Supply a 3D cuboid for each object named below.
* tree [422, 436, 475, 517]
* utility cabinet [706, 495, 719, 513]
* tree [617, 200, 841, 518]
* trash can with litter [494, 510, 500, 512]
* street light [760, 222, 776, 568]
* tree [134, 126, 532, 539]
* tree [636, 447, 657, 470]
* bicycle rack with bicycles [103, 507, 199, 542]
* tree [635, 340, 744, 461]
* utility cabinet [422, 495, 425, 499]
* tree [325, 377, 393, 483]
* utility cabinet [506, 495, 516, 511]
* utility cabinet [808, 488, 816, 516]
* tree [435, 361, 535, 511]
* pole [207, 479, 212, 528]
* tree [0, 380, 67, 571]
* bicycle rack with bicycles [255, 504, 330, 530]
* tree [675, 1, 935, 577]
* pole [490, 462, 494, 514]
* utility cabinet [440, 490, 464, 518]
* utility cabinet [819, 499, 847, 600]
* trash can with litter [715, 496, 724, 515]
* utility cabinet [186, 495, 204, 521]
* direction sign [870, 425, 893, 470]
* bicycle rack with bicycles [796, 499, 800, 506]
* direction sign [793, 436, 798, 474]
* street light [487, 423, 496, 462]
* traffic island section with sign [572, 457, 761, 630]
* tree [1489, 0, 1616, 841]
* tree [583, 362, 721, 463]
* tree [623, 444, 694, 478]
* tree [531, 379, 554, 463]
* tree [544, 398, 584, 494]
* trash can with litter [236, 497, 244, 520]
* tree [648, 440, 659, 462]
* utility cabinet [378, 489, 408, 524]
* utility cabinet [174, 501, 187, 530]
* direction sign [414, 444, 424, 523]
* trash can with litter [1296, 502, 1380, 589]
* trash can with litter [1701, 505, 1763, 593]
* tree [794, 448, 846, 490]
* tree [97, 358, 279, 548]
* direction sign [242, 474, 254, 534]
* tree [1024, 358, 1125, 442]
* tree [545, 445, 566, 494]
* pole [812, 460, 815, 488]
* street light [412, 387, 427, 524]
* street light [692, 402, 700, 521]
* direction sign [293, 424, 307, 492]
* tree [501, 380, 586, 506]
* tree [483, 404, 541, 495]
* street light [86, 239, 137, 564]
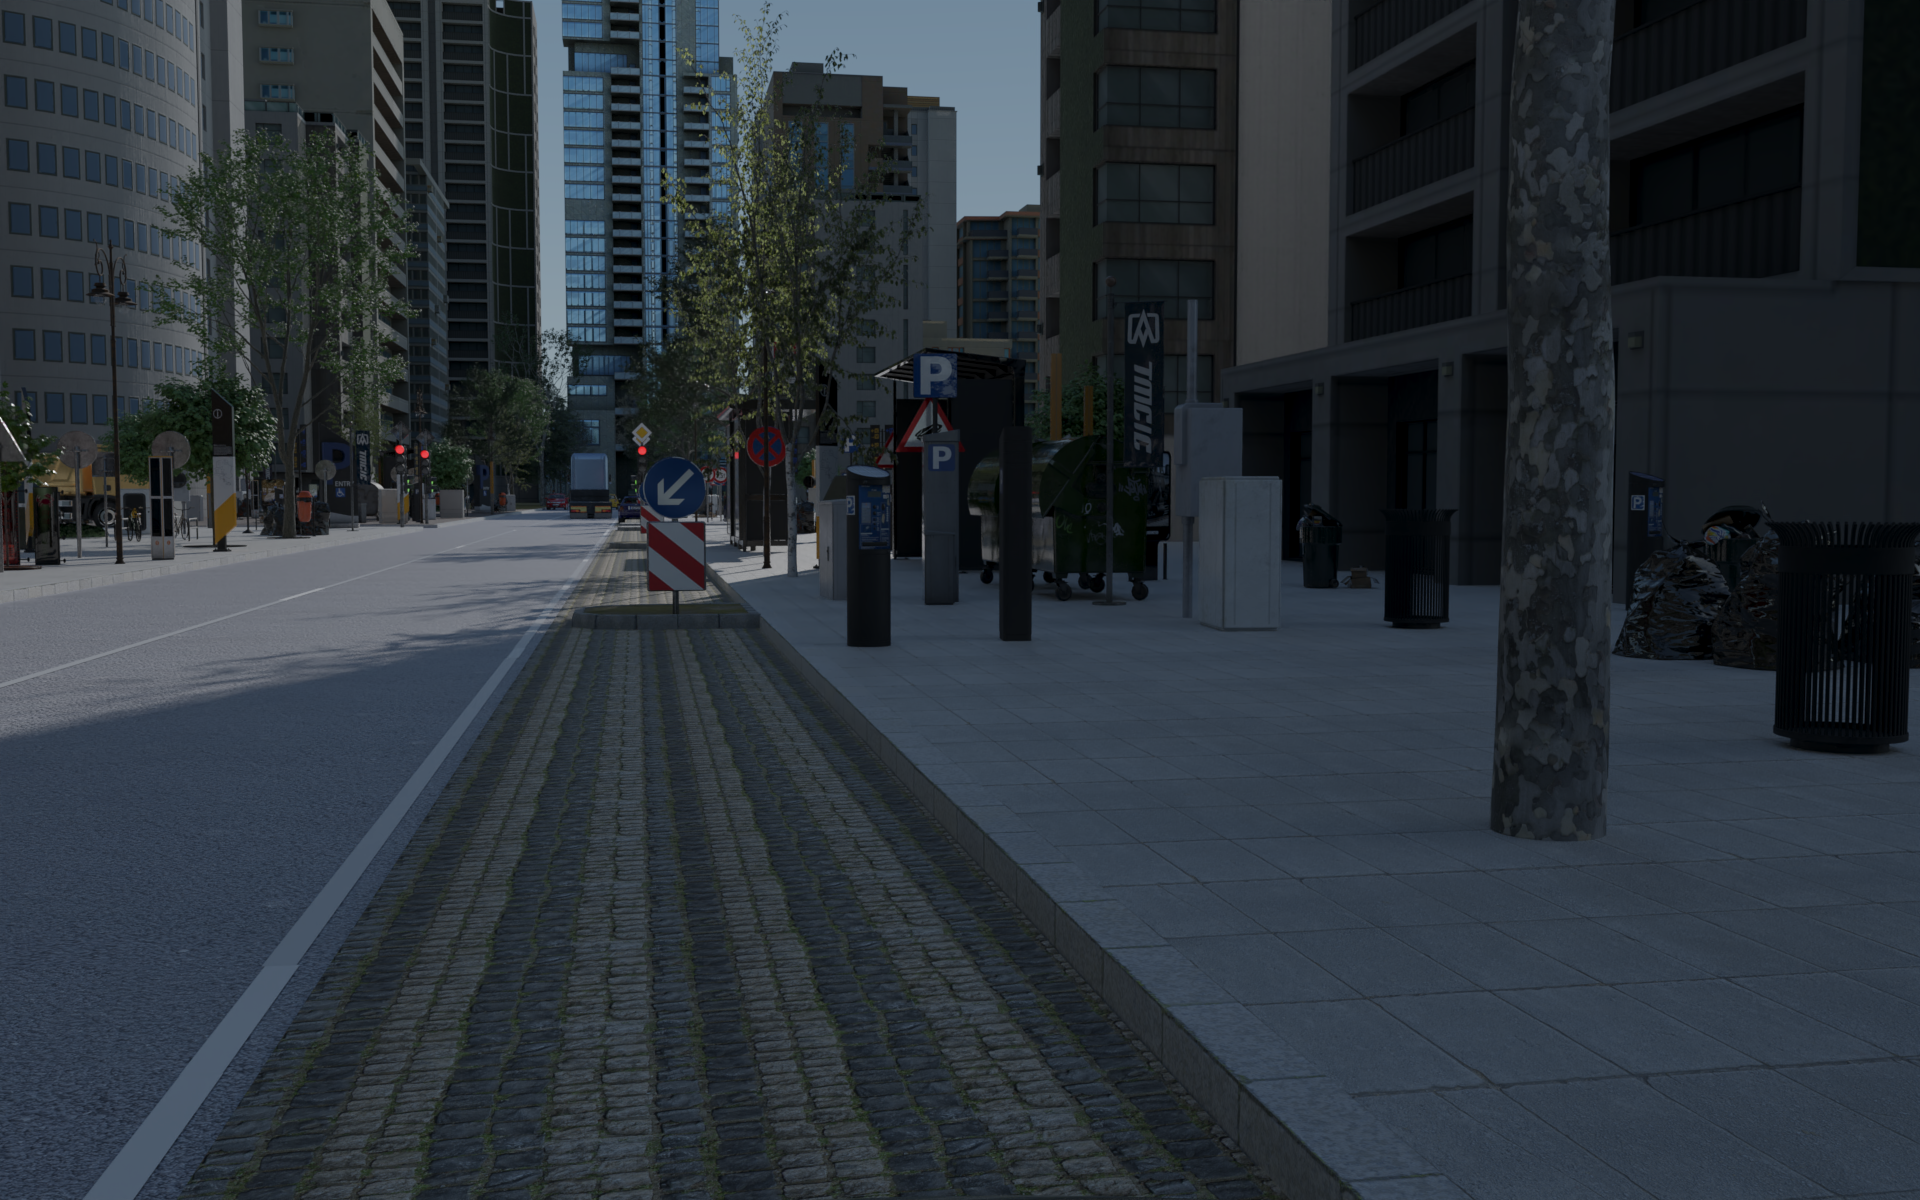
[{"bbox_3d":[-28.969,-6.957,97.459,4.285,4.588,4.351,0,3,0],"label":"tree"},{"bbox_3d":[-15.651,-6.021,109.602,0.306,1.237,1.020,2,4,24],"label":"utility cabinet"},{"bbox_3d":[-7.480,-7.433,55.947,7.601,10.594,8.767,-1,4,-22],"label":"tree"},{"bbox_3d":[-32.888,-6.756,121.514,2.233,1.210,1.678,-3,5,-43],"label":"trash can with litter"},{"bbox_3d":[-3.335,-3.484,29.752,0.468,5.910,1.993,-1,4,-11],"label":"street light"},{"bbox_3d":[-19.243,-7.560,49.360,9.928,11.665,9.643,0,3,0],"label":"tree"},{"bbox_3d":[-29.316,-13.371,168.979,4.737,8.622,4.395,0,3,0],"label":"tree"},{"bbox_3d":[-22.113,-2.081,47.398,2.852,0.926,2.925,-1,4,-16],"label":"bicycle rack with bicycles"},{"bbox_3d":[-17.913,-11.566,114.860,9.928,11.665,9.643,0,3,0],"label":"tree"},{"bbox_3d":[-42.714,-7.759,138.015,0.306,1.237,1.020,0,4,-3],"label":"utility cabinet"},{"bbox_3d":[-35.181,-9.284,102.157,4.737,8.622,4.395,0,3,0],"label":"tree"},{"bbox_3d":[-33.685,-7.215,129.125,1.020,1.237,0.306,-1,4,-22],"label":"utility cabinet"},{"bbox_3d":[-4.923,-3.330,63.119,1.173,1.500,0.318,1,4,18],"label":"utility cabinet"},{"bbox_3d":[-33.765,-11.505,122.523,8.767,10.594,7.601,2,4,35],"label":"tree"},{"bbox_3d":[-28.076,-4.339,64.780,0.158,3.312,0.155,0,3,0],"label":"pole"},{"bbox_3d":[-16.050,-2.127,29.371,1.663,3.219,1.824,0,3,0],"label":"tree"},{"bbox_3d":[-23.743,-2.935,61.364,2.852,0.926,2.925,-2,4,-30],"label":"bicycle rack with bicycles"},{"bbox_3d":[-2.544,-4.649,26.381,4.360,8.622,3.978,0,3,0],"label":"tree"},{"bbox_3d":[-29.382,-7.026,108.724,0.158,3.312,0.155,0,3,0],"label":"pole"},{"bbox_3d":[-26.722,-5.043,91.139,1.173,1.500,0.318,0,4,-2],"label":"utility cabinet"},{"bbox_3d":[-1.526,-0.625,21.376,0.306,1.237,1.020,-1,4,-14],"label":"utility cabinet"},{"bbox_3d":[-14.414,-5.708,104.718,0.624,1.170,1.055,1,4,15],"label":"trash can with litter"},{"bbox_3d":[-36.219,-4.313,81.681,1.020,1.237,0.306,1,4,11],"label":"utility cabinet"},{"bbox_3d":[-2.530,-3.950,56.574,0.876,3.537,0.379,1,4,23],"label":"direction sign"},{"bbox_3d":[-12.175,-6.831,125.061,2.925,0.926,2.852,3,5,39],"label":"bicycle rack with bicycles"},{"bbox_3d":[-6.775,-4.627,67.651,0.876,3.537,0.379,-1,4,-13],"label":"direction sign"},{"bbox_3d":[-30.623,-8.598,113.372,0.468,5.910,1.993,-1,4,-11],"label":"street light"},{"bbox_3d":[-3.266,-0.642,19.129,1.989,1.847,2.006,-1,4,-11],"label":"traffic island section with sign"},{"bbox_3d":[2.965,-9.259,7.278,12.611,20.169,13.585,0,3,0],"label":"tree"},{"bbox_3d":[-26.048,-14.873,153.546,12.009,13.543,11.850,0,3,0],"label":"tree"},{"bbox_3d":[-36.650,-18.143,213.641,9.611,12.733,9.660,0,3,0],"label":"tree"},{"bbox_3d":[-37.192,-13.298,143.176,9.928,11.665,9.643,0,3,0],"label":"tree"},{"bbox_3d":[-50.369,-18.853,218.611,12.009,13.543,11.850,0,3,0],"label":"tree"},{"bbox_3d":[-36.315,-4.553,85.495,1.678,1.210,2.233,2,4,30],"label":"trash can with litter"},{"bbox_3d":[-20.025,-10.522,122.401,4.360,8.622,3.978,0,3,0],"label":"tree"},{"bbox_3d":[-24.428,-4.036,74.668,1.173,1.500,0.318,-3,5,-43],"label":"utility cabinet"},{"bbox_3d":[-27.734,-3.206,61.098,0.318,1.500,1.173,0,4,2],"label":"utility cabinet"},{"bbox_3d":[-24.344,-5.257,77.953,0.379,3.537,0.876,1,4,9],"label":"direction sign"},{"bbox_3d":[5.166,-0.753,23.691,1.055,1.170,0.624,0,4,1],"label":"trash can with litter"},{"bbox_3d":[7.644,-0.372,17.477,0.624,1.170,1.055,0,4,2],"label":"trash can with litter"},{"bbox_3d":[-10.240,-8.447,121.828,4.285,4.588,4.351,0,3,0],"label":"tree"},{"bbox_3d":[-18.145,-3.569,42.061,4.285,4.588,4.351,0,3,0],"label":"tree"},{"bbox_3d":[-23.222,-3.939,56.401,0.379,3.537,0.876,-2,4,-29],"label":"direction sign"},{"bbox_3d":[3.167,-3.562,41.951,4.285,4.588,4.351,0,3,0],"label":"tree"},{"bbox_3d":[-47.765,-15.385,201.908,4.360,8.622,3.978,0,3,0],"label":"tree"},{"bbox_3d":[-8.695,-6.677,103.012,0.158,3.312,0.155,0,3,0],"label":"pole"},{"bbox_3d":[-23.419,-6.264,75.211,0.468,5.910,1.993,-1,4,-11],"label":"street light"},{"bbox_3d":[-10.390,-5.829,68.093,0.468,5.910,1.993,-1,4,-11],"label":"street light"},{"bbox_3d":[-21.537,-3.945,56.495,0.876,3.537,0.379,3,5,39],"label":"direction sign"},{"bbox_3d":[-46.479,-17.462,192.154,9.857,13.997,8.962,0,3,0],"label":"tree"},{"bbox_3d":[-34.548,-11.151,132.677,4.360,8.622,3.978,0,3,0],"label":"tree"},{"bbox_3d":[-15.418,-3.598,31.610,0.468,5.910,1.993,-1,4,-11],"label":"street light"}]
